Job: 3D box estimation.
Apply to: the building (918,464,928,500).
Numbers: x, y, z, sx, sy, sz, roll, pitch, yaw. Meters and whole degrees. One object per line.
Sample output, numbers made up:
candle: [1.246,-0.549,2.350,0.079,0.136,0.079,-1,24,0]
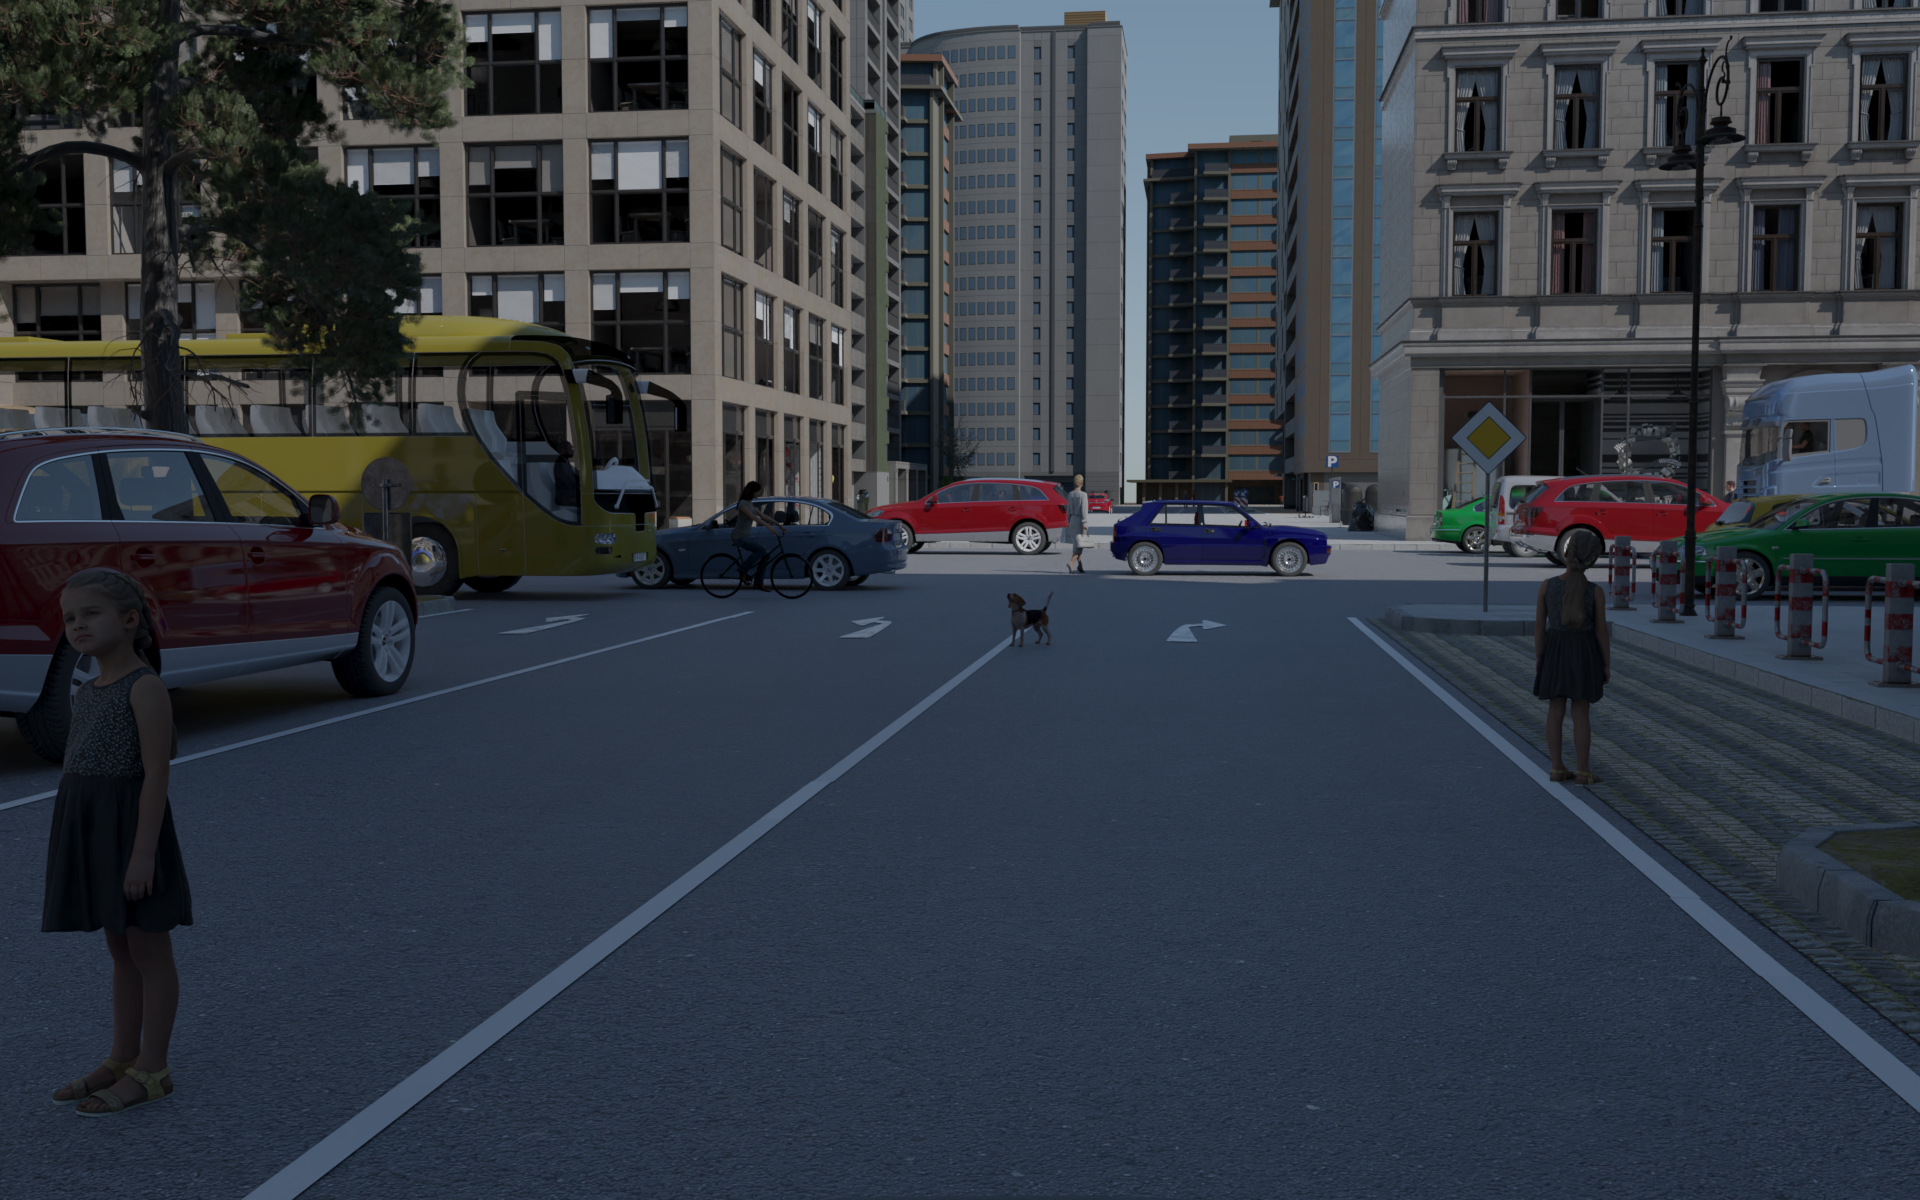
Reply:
building: [-13.443,-42.831,138.544,20.563,71.187,20.611,0,4,8]

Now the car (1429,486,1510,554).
car: [13.843,-2.033,42.039,4.718,1.807,1.959,1,4,10]

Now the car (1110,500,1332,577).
car: [4.630,-1.122,30.930,3.894,1.354,1.945,0,4,7]

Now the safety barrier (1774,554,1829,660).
safety barrier: [6.518,0.052,13.430,0.300,0.817,1.120,0,4,8]

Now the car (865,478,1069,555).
car: [0.261,-2.015,41.626,5.304,1.827,2.281,1,4,8]

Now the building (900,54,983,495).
building: [-13.401,-31.520,169.984,28.867,44.769,22.147,0,4,8]

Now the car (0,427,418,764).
car: [-5.290,-0.132,10.839,2.281,1.827,5.304,1,4,9]

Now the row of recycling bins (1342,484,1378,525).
row of recycling bins: [17.466,-3.903,70.934,3.534,1.692,1.069,1,4,11]

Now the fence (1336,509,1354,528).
fence: [15.052,-3.161,67.050,0.278,0.683,2.069,2,4,31]

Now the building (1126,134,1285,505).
building: [35.631,-34.210,213.964,28.867,44.769,22.147,0,4,8]

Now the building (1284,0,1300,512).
building: [36.702,-31.240,134.475,21.300,48.544,21.600,0,4,8]

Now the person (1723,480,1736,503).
person: [18.506,-2.013,41.939,0.750,1.759,0.617,0,4,4]

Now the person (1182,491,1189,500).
person: [22.705,-10.120,174.514,0.434,1.755,0.990,-2,4,-31]

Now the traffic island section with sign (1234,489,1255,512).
traffic island section with sign: [22.382,-7.871,137.319,1.989,1.847,2.006,0,4,8]

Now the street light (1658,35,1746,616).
street light: [7.688,-2.771,18.099,0.468,5.910,1.993,0,4,8]

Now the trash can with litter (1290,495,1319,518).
trash can with litter: [18.477,-5.020,93.133,1.678,1.210,2.233,1,4,10]

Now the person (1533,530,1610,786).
person: [3.035,0.280,8.594,0.362,1.253,0.373,3,5,40]

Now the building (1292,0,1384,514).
building: [30.265,-28.582,117.433,14.600,45.320,14.200,0,4,8]

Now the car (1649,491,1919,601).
car: [12.008,-0.918,23.811,4.718,1.807,1.959,1,4,9]

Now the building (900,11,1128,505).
building: [6.543,-41.276,216.864,28.212,58.520,21.231,0,4,8]

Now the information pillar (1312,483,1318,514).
information pillar: [22.683,-6.490,110.608,0.304,2.012,0.304,-1,4,-9]

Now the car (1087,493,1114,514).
car: [9.626,-6.824,120.615,2.155,1.783,4.494,0,4,8]

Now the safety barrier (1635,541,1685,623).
safety barrier: [7.050,-0.182,17.253,0.300,0.817,1.120,0,4,8]

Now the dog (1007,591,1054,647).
dog: [0.667,0.177,16.395,0.406,0.507,0.540,0,4,7]

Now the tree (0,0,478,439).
tree: [-7.783,-5.640,16.722,6.751,12.117,7.091,0,3,0]

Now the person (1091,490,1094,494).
person: [10.930,-8.158,142.620,1.217,1.736,0.721,0,4,5]

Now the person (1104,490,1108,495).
person: [11.435,-7.643,134.244,0.721,1.735,1.217,0,4,5]

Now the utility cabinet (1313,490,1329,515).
utility cabinet: [21.921,-5.871,104.664,0.318,1.500,1.173,-3,5,-44]

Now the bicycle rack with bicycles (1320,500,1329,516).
bicycle rack with bicycles: [22.003,-5.269,99.534,2.852,0.926,2.925,2,4,30]

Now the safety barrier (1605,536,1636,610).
safety barrier: [7.320,-0.298,19.151,0.300,0.817,1.120,0,4,8]

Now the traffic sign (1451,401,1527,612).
traffic sign: [5.713,-0.926,18.779,0.795,2.450,0.064,0,4,8]

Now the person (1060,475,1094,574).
person: [2.086,-1.371,31.271,0.624,1.780,0.694,-2,4,-31]

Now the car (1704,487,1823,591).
car: [13.344,-0.976,26.186,3.980,1.641,2.015,0,4,6]

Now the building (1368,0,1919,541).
building: [14.108,-12.223,50.757,40.483,20.767,10.553,0,4,8]

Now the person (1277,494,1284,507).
person: [36.930,-11.447,198.919,1.065,1.426,0.557,0,4,3]

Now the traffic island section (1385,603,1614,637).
traffic island section: [5.738,0.210,18.853,2.009,0.180,2.903,0,4,8]

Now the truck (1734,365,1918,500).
truck: [25.586,-2.830,36.031,18.799,4.110,2.967,1,4,9]

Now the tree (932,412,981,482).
tree: [-0.381,-12.534,155.295,4.360,8.622,3.978,0,3,0]

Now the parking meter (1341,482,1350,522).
parking meter: [17.993,-4.596,80.863,0.255,1.863,0.399,-2,4,-29]

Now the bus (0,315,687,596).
bus: [-10.244,-2.036,24.828,12.252,3.916,2.896,1,4,8]

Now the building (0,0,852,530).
building: [-22.431,-15.646,60.326,34.151,26.468,19.350,0,4,8]

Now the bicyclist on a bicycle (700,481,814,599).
bicyclist on a bicycle: [-2.776,-0.833,23.646,1.625,1.676,1.499,1,4,9]

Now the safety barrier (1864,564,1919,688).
safety barrier: [6.248,0.168,11.528,0.300,0.817,1.120,0,4,8]

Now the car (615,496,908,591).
car: [-3.059,-0.892,26.587,4.499,1.417,2.014,1,4,9]

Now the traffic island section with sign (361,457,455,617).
traffic island section with sign: [-7.201,-0.781,20.904,2.006,1.907,1.989,0,4,8]

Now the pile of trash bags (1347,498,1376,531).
pile of trash bags: [14.925,-3.023,59.185,3.447,1.369,1.912,3,5,41]

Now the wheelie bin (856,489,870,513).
wheelie bin: [-6.336,-6.463,113.576,0.693,1.594,0.980,3,4,38]

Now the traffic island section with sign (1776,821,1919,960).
traffic island section with sign: [3.902,0.179,5.705,1.989,1.847,2.006,0,4,8]

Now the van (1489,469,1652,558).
van: [14.198,-1.987,39.497,4.112,2.044,2.013,1,4,9]

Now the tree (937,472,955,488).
tree: [-1.176,-9.326,147.079,1.663,3.219,1.824,0,3,0]

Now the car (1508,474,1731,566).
car: [13.524,-1.542,33.883,5.304,1.827,2.281,1,4,10]

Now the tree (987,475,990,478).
tree: [2.850,-11.052,175.305,1.663,3.219,1.824,0,3,0]

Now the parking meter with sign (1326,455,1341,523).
parking meter with sign: [16.719,-4.960,77.358,0.543,3.016,1.738,0,4,5]

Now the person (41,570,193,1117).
person: [-1.982,0.558,4.049,0.362,1.253,0.373,3,4,38]

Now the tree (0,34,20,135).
tree: [-8.759,-4.447,9.571,8.767,10.594,7.601,0,4,8]

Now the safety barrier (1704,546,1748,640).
safety barrier: [6.781,-0.065,15.341,0.300,0.817,1.120,0,4,8]

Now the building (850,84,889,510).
building: [-13.184,-21.441,122.255,14.160,30.474,14.107,0,4,8]

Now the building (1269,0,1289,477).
building: [43.119,-34.812,158.421,28.713,52.752,27.495,0,4,8]

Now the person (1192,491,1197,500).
person: [26.036,-11.257,192.492,0.705,1.831,1.348,-1,4,-12]
